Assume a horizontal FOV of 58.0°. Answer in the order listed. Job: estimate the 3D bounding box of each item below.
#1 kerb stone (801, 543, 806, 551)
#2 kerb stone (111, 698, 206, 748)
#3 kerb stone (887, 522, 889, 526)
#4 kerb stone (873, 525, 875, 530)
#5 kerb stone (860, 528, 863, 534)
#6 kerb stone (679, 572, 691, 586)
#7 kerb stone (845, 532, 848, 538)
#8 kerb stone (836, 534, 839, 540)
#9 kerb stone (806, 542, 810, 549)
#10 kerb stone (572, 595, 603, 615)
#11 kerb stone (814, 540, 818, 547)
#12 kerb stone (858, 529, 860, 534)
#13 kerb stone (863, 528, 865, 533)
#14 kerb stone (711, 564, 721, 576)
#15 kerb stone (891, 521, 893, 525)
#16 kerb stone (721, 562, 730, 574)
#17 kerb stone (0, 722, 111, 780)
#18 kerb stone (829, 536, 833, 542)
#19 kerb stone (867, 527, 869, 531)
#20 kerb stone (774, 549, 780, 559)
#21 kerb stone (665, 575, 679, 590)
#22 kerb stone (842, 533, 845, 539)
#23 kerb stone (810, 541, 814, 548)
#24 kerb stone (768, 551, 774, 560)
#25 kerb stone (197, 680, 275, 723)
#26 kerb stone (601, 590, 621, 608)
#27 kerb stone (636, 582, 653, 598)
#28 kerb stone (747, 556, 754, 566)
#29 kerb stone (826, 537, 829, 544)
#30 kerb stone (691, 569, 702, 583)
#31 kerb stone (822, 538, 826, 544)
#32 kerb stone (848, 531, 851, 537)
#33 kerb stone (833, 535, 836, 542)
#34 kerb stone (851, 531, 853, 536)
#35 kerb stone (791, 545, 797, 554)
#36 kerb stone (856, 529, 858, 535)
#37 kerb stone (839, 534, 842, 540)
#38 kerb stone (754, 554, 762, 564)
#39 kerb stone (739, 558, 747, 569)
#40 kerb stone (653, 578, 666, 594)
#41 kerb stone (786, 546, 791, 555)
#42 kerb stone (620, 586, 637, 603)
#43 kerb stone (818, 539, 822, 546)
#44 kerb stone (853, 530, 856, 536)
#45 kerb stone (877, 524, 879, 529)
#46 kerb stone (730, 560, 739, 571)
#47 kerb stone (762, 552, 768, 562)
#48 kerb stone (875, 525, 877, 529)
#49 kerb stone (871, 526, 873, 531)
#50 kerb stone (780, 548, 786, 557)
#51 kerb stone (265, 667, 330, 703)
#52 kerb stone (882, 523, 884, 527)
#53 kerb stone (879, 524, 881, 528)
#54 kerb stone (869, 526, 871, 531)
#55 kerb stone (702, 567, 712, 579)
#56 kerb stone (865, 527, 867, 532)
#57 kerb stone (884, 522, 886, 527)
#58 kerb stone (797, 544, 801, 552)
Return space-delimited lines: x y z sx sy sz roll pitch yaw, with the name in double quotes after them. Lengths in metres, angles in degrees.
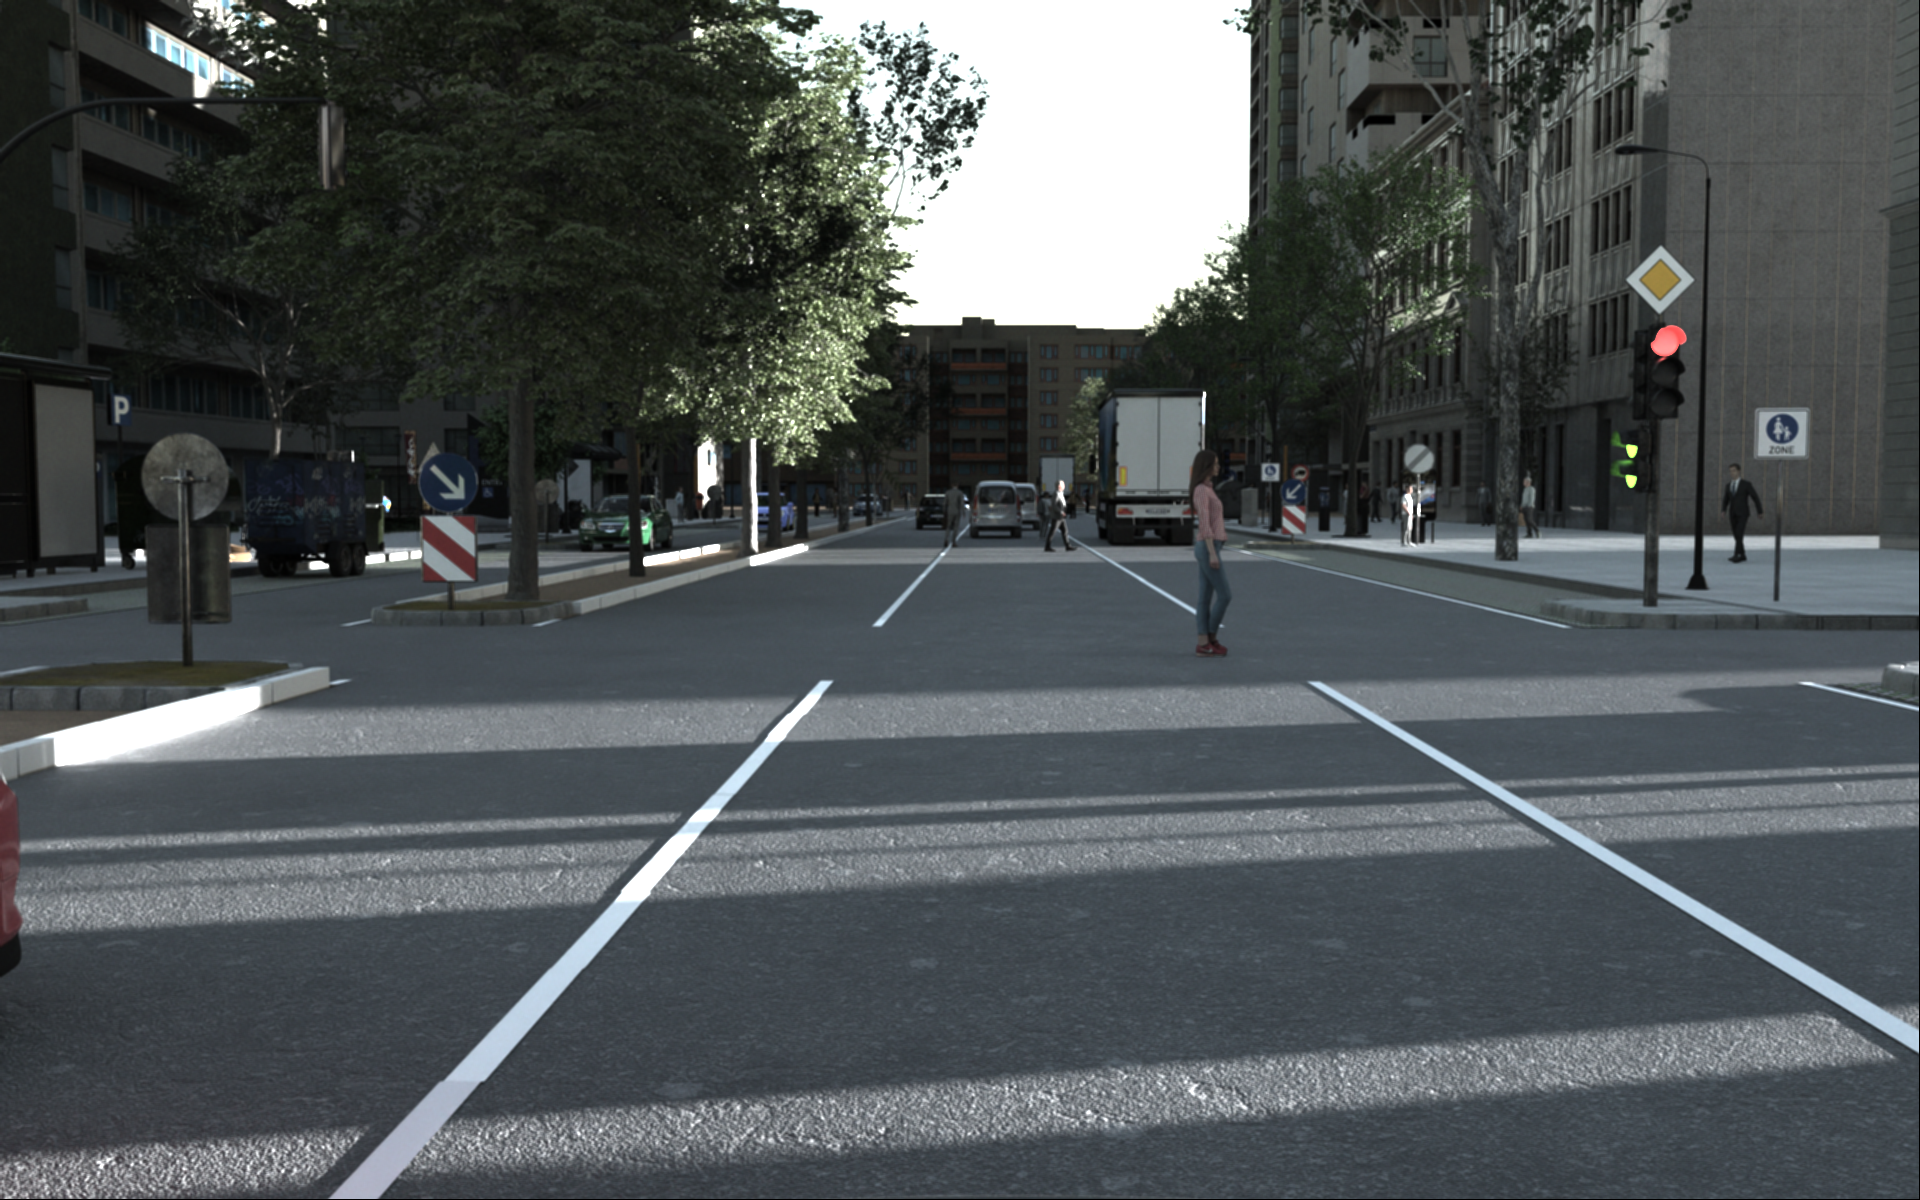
-4.064 -1.311 43.626 0.120 0.150 1.000 0 4 1 "kerb stone"
-4.783 0.728 10.285 0.120 0.150 1.000 0 4 1 "kerb stone"
-3.355 -3.315 76.440 0.120 0.150 1.000 0 4 1 "kerb stone"
-3.528 -2.816 68.232 0.120 0.150 1.000 0 4 1 "kerb stone"
-3.664 -2.439 62.072 0.120 0.150 1.000 0 4 1 "kerb stone"
-4.423 -0.308 27.232 0.120 0.150 1.000 0 4 1 "kerb stone"
-3.796 -2.064 55.939 0.120 0.150 1.000 0 4 1 "kerb stone"
-3.868 -1.876 52.864 0.120 0.150 1.000 0 4 1 "kerb stone"
-4.043 -1.373 44.648 0.120 0.150 1.000 0 4 1 "kerb stone"
-4.553 0.068 21.085 0.120 0.150 1.000 0 4 1 "kerb stone"
-3.999 -1.499 46.698 0.120 0.150 1.000 0 4 1 "kerb stone"
-3.696 -2.375 61.050 0.120 0.150 1.000 0 4 1 "kerb stone"
-3.648 -2.502 63.100 0.120 0.150 1.000 0 4 1 "kerb stone"
-4.359 -0.496 30.305 0.120 0.150 1.000 0 4 1 "kerb stone"
-3.287 -3.503 79.519 0.120 0.150 1.000 0 4 1 "kerb stone"
-4.337 -0.558 31.327 0.120 0.150 1.000 0 4 1 "kerb stone"
-4.811 0.791 9.264 0.120 0.150 1.000 0 4 1 "kerb stone"
-3.910 -1.751 50.820 0.120 0.150 1.000 0 4 1 "kerb stone"
-3.605 -2.627 65.146 0.120 0.150 1.000 0 4 1 "kerb stone"
-4.174 -0.997 38.503 0.120 0.150 1.000 0 4 1 "kerb stone"
-4.442 -0.246 26.210 0.120 0.150 1.000 0 4 1 "kerb stone"
-3.823 -2.001 54.908 0.120 0.150 1.000 0 4 1 "kerb stone"
-4.021 -1.433 45.673 0.120 0.150 1.000 0 4 1 "kerb stone"
-4.198 -0.929 37.481 0.120 0.150 1.000 0 4 1 "kerb stone"
-4.760 0.670 11.307 0.120 0.150 1.000 0 4 1 "kerb stone"
-4.527 0.005 22.107 0.120 0.150 1.000 0 4 1 "kerb stone"
-4.481 -0.120 24.159 0.120 0.150 1.000 0 4 1 "kerb stone"
-4.264 -0.746 34.411 0.120 0.150 1.000 0 4 1 "kerb stone"
-3.934 -1.688 49.798 0.120 0.150 1.000 0 4 1 "kerb stone"
-4.400 -0.371 28.254 0.120 0.150 1.000 0 4 1 "kerb stone"
-3.957 -1.625 48.763 0.120 0.150 1.000 0 4 1 "kerb stone"
-3.778 -2.126 56.961 0.120 0.150 1.000 0 4 1 "kerb stone"
-3.889 -1.813 51.842 0.120 0.150 1.000 0 4 1 "kerb stone"
-3.757 -2.185 57.984 0.120 0.150 1.000 0 4 1 "kerb stone"
-4.095 -1.184 41.572 0.120 0.150 1.000 0 4 1 "kerb stone"
-3.712 -2.314 60.028 0.120 0.150 1.000 0 4 1 "kerb stone"
-3.846 -1.938 53.886 0.120 0.150 1.000 0 4 1 "kerb stone"
-4.241 -0.810 35.436 0.120 0.150 1.000 0 4 1 "kerb stone"
-4.283 -0.684 33.381 0.120 0.150 1.000 0 4 1 "kerb stone"
-4.462 -0.181 25.184 0.120 0.150 1.000 0 4 1 "kerb stone"
-4.129 -1.120 40.550 0.120 0.150 1.000 0 4 1 "kerb stone"
-4.508 -0.057 23.129 0.120 0.150 1.000 0 4 1 "kerb stone"
-3.978 -1.562 47.734 0.120 0.150 1.000 0 4 1 "kerb stone"
-3.725 -2.251 59.006 0.120 0.150 1.000 0 4 1 "kerb stone"
-3.495 -2.941 70.287 0.120 0.150 1.000 0 4 1 "kerb stone"
-4.306 -0.621 32.355 0.120 0.150 1.000 0 4 1 "kerb stone"
-4.218 -0.872 36.459 0.120 0.150 1.000 0 4 1 "kerb stone"
-3.517 -2.878 69.265 0.120 0.150 1.000 0 4 1 "kerb stone"
-3.556 -2.753 67.205 0.120 0.150 1.000 0 4 1 "kerb stone"
-4.154 -1.060 39.528 0.120 0.150 1.000 0 4 1 "kerb stone"
-4.742 0.603 12.329 0.120 0.150 1.000 0 4 1 "kerb stone"
-3.420 -3.129 73.357 0.120 0.150 1.000 0 4 1 "kerb stone"
-3.468 -3.004 71.309 0.120 0.150 1.000 0 4 1 "kerb stone"
-3.582 -2.690 66.182 0.120 0.150 1.000 0 4 1 "kerb stone"
-4.374 -0.433 29.282 0.120 0.150 1.000 0 4 1 "kerb stone"
-3.624 -2.564 64.124 0.120 0.150 1.000 0 4 1 "kerb stone"
-3.400 -3.187 74.384 0.120 0.150 1.000 0 4 1 "kerb stone"
-4.085 -1.248 42.604 0.120 0.150 1.000 0 4 1 "kerb stone"
